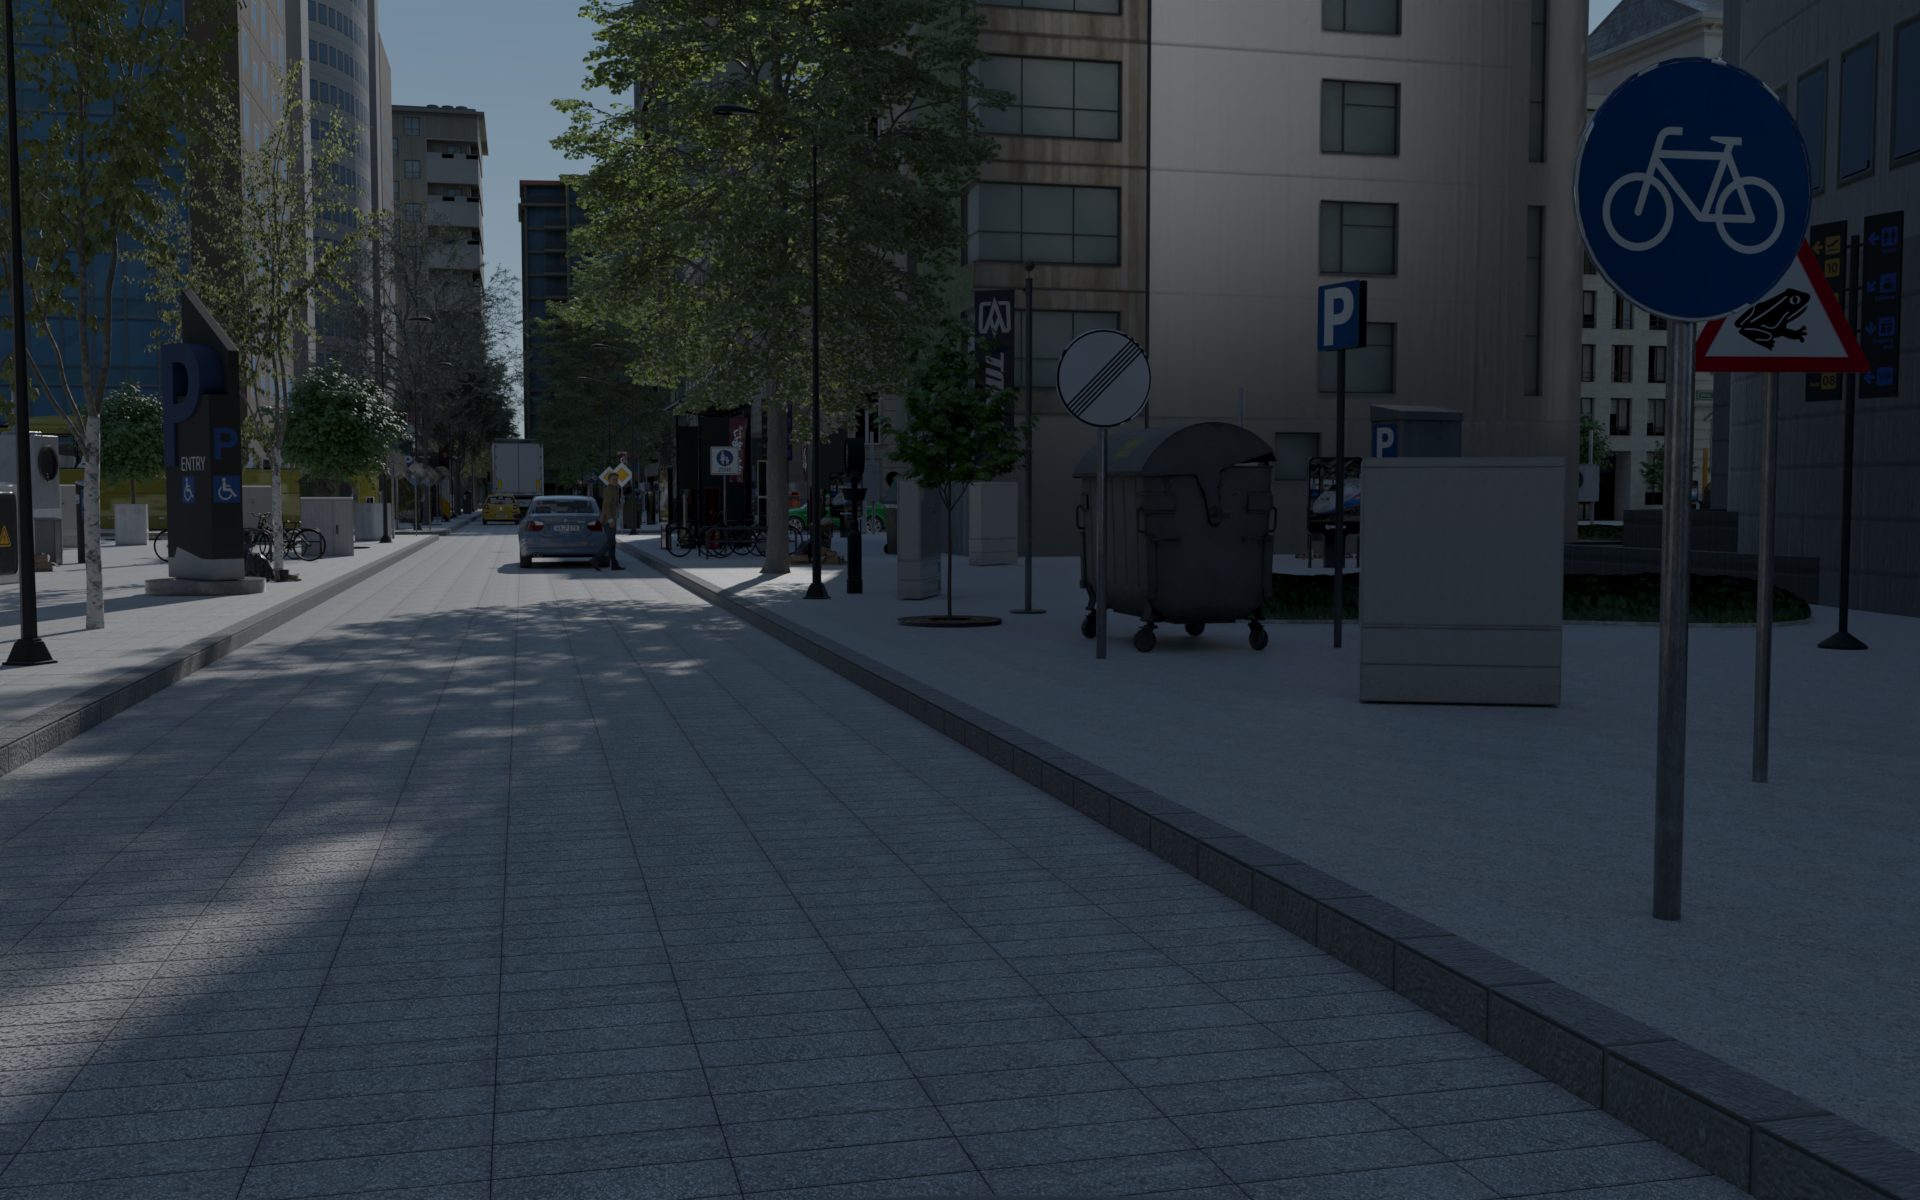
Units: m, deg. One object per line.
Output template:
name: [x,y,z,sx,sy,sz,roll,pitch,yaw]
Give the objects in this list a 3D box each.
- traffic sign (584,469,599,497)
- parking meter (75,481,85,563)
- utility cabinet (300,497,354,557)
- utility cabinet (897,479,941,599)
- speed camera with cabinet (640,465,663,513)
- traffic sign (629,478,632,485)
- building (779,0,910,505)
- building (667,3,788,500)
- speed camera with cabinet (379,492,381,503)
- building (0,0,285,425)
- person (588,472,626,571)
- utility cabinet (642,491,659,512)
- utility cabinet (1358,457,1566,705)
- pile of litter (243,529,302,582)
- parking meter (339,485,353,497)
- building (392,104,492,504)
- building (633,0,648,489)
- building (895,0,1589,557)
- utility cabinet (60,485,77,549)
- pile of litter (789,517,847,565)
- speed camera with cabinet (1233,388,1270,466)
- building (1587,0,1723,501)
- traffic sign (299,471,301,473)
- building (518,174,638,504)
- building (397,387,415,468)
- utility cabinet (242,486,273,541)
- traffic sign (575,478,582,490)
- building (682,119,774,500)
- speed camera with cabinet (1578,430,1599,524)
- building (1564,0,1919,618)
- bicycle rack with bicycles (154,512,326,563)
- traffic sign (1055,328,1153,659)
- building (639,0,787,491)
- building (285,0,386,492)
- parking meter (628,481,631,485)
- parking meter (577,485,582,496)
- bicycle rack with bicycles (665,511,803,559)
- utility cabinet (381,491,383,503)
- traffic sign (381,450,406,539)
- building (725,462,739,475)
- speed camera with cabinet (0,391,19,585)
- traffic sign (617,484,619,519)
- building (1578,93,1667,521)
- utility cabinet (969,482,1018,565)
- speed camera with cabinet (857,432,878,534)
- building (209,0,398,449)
traffic sign: [-18.477,-5.307,86.872,0.768,2.556,0.104,-1,4,-10]
parking meter: [-16.270,-1.461,32.304,0.372,1.533,0.369,0,3,0]
utility cabinet: [-13.063,-1.504,35.760,1.020,1.237,0.306,-1,4,-19]
utility cabinet: [-0.486,-0.778,21.403,0.318,1.500,1.173,1,4,11]
speed camera with cabinet: [-20.815,-7.568,118.079,0.660,3.252,2.038,-3,5,-39]
traffic sign: [-16.726,-5.195,87.065,0.606,2.300,0.079,-1,4,-10]
building: [4.653,-17.268,79.602,25.104,27.353,12.463,-1,4,-14]
building: [-17.876,-28.402,147.964,14.154,41.232,14.086,-1,4,-14]
speed camera with cabinet: [-41.943,-8.042,125.830,2.038,3.252,0.660,-2,4,-30]
building: [-35.810,-25.721,70.652,14.600,45.320,14.200,-1,4,-14]
person: [-6.559,-1.464,32.340,0.656,1.842,0.836,3,5,45]
utility cabinet: [-22.405,-7.127,125.207,1.173,1.500,0.318,-1,4,-18]
utility cabinet: [3.047,-0.116,10.582,1.173,1.500,0.318,1,4,10]
pile of litter: [-10.542,-0.712,25.605,1.719,0.858,1.176,2,4,31]
parking meter: [-16.510,-2.332,46.546,0.372,1.533,0.369,0,3,0]
building: [-75.272,-39.368,232.911,27.495,52.752,28.713,-1,4,-14]
building: [-24.959,-39.631,189.962,21.231,58.520,28.212,-1,4,-14]
building: [5.406,-21.927,42.098,14.154,41.232,14.086,-1,4,-14]
utility cabinet: [-20.913,-1.919,40.048,0.318,1.500,1.173,2,4,29]
pile of litter: [-2.648,-1.088,31.758,1.719,0.858,1.176,3,5,43]
speed camera with cabinet: [5.036,-2.281,31.634,0.660,3.252,2.038,2,4,32]
building: [44.296,-18.557,90.792,23.554,28.519,14.401,-1,4,-14]
traffic sign: [-18.940,-3.082,50.503,0.768,2.556,0.104,-1,4,-13]
building: [-46.730,-35.554,235.930,28.867,44.769,22.147,-1,4,-14]
building: [-74.446,-53.112,181.054,31.000,86.520,22.319,-1,4,-14]
utility cabinet: [-18.820,-2.270,45.796,1.173,1.500,0.318,-2,4,-30]
traffic sign: [-22.394,-6.273,102.672,0.768,2.556,0.104,-1,4,-12]
building: [-8.754,-20.880,117.808,17.030,29.872,44.131,-1,4,-14]
speed camera with cabinet: [19.165,-3.672,54.367,0.660,3.252,2.038,-1,4,-18]
building: [20.574,-28.953,15.379,21.231,58.520,28.212,-1,4,-14]
bicycle rack with bicycles: [-13.483,-1.216,33.262,2.925,0.926,2.852,1,4,11]
traffic sign: [1.103,-0.815,13.427,0.768,2.556,0.104,-1,4,-9]
building: [-19.069,-33.175,166.111,21.300,48.544,21.600,-1,4,-14]
building: [-59.501,-36.687,141.836,21.231,58.520,28.212,-1,4,-14]
parking meter: [-15.022,-4.447,78.426,0.255,1.863,0.399,-1,4,-9]
parking meter: [-25.583,-6.789,116.705,0.255,1.863,0.399,1,4,18]
bicycle rack with bicycles: [-4.510,-1.335,35.216,2.925,0.926,2.852,-1,4,-12]
utility cabinet: [-34.666,-5.852,104.359,0.318,1.500,1.173,-2,4,-26]
traffic sign: [-16.229,-3.023,49.529,0.768,2.556,0.104,-1,4,-9]
building: [-24.452,-28.527,238.121,14.107,30.474,14.160,-1,4,-14]
speed camera with cabinet: [-13.781,-1.875,24.987,0.660,3.252,2.038,0,3,0]
traffic sign: [-17.929,-5.545,90.774,0.768,2.556,0.104,-1,4,-11]
building: [24.989,-14.081,84.974,16.860,20.320,10.420,-1,4,-14]
utility cabinet: [0.595,-1.380,31.248,0.318,1.500,1.173,2,4,34]
speed camera with cabinet: [-3.244,-3.748,55.620,0.660,3.252,2.038,-2,4,-23]
building: [-61.346,-31.449,164.297,14.600,45.320,14.200,-1,4,-14]
